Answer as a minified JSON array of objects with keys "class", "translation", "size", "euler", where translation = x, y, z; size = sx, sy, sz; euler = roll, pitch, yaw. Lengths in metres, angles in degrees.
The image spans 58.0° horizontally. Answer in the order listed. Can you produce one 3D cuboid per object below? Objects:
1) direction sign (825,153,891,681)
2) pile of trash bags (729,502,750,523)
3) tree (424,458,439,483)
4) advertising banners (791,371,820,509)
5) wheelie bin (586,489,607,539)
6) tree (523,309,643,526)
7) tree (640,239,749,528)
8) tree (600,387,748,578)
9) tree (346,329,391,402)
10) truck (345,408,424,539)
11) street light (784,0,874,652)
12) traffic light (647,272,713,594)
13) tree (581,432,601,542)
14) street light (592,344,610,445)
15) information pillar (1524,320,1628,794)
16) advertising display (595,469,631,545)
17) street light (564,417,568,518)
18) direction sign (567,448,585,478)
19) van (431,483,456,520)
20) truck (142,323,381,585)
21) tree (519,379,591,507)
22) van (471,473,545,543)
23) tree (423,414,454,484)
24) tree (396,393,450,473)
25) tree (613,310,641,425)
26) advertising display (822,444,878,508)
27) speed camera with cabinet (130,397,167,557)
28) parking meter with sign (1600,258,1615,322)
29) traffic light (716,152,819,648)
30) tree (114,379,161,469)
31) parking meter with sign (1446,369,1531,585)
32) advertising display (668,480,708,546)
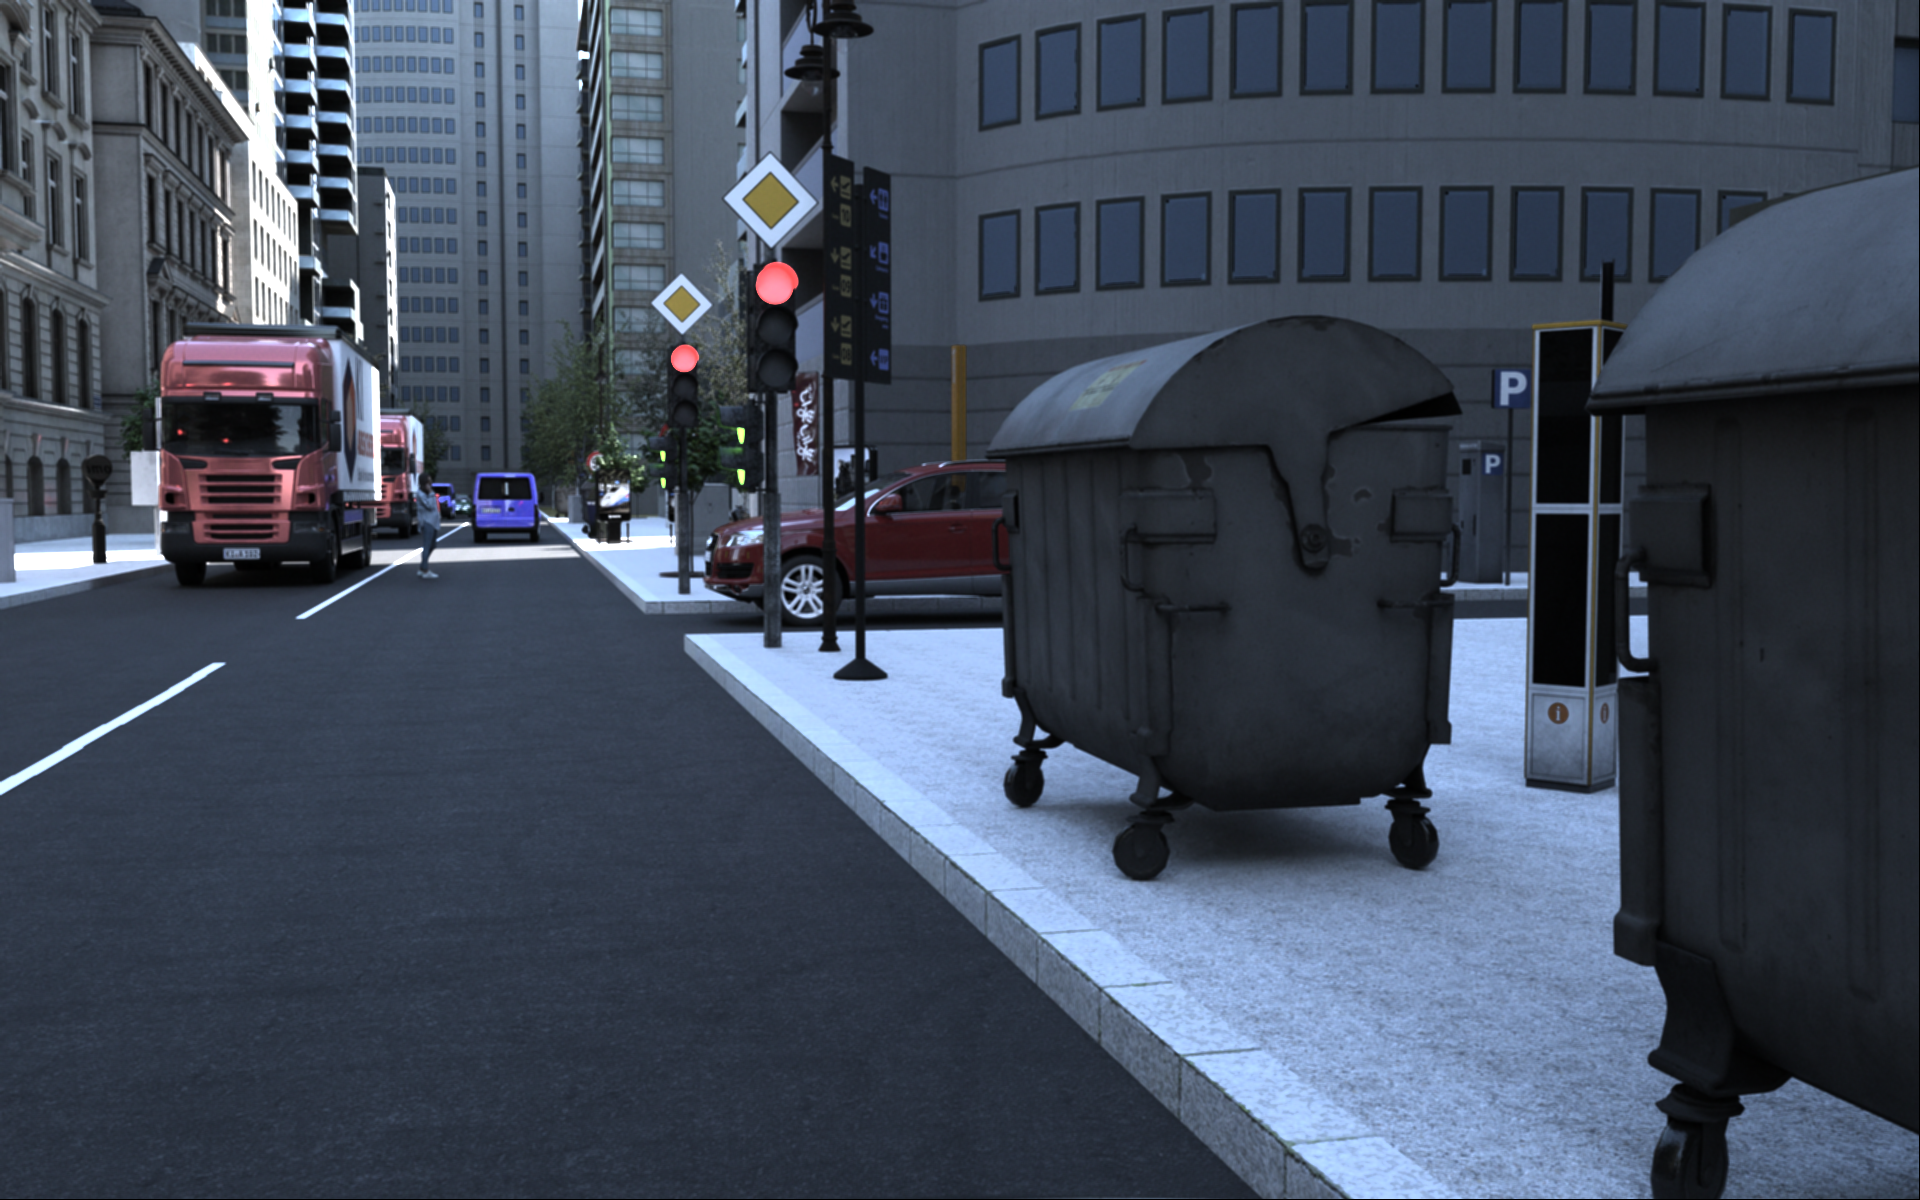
[{"class":"direction sign","translation":[-0.694,-1.222,11.984],"size":[0.379,3.537,0.876],"euler":[2,4,26]},{"class":"pile of trash bags","translation":[-7.274,-2.764,54.943],"size":[1.912,1.369,3.447],"euler":[2,4,33]},{"class":"tree","translation":[-42.053,-9.202,134.167],"size":[4.285,4.588,4.351],"euler":[0,3,0]},{"class":"advertising banners","translation":[-1.569,-1.731,24.489],"size":[2.074,3.025,0.090],"euler":[2,4,30]},{"class":"wheelie bin","translation":[-10.205,-2.529,49.262],"size":[0.693,1.594,0.980],"euler":[-3,4,-36]},{"class":"tree","translation":[-14.880,-7.299,69.708],"size":[4.737,8.622,4.395],"euler":[0,3,0]},{"class":"tree","translation":[-6.028,-6.061,49.464],"size":[4.360,8.622,3.978],"euler":[0,3,0]},{"class":"tree","translation":[-4.309,-1.981,26.985],"size":[1.663,3.219,1.824],"euler":[0,3,0]},{"class":"tree","translation":[-27.504,-7.731,76.771],"size":[4.360,8.622,3.978],"euler":[0,3,0]},{"class":"truck","translation":[-19.759,-4.278,58.862],"size":[2.839,4.237,11.283],"euler":[-1,4,-15]},{"class":"street light","translation":[-1.067,-2.520,13.984],"size":[0.468,5.910,1.993],"euler":[-1,4,-14]},{"class":"traffic light","translation":[-3.559,-2.031,22.128],"size":[0.839,4.253,0.868],"euler":[-1,4,-14]},{"class":"tree","translation":[-9.397,-3.167,46.374],"size":[1.663,3.219,1.824],"euler":[0,3,0]},{"class":"street light","translation":[-11.043,-4.927,53.337],"size":[0.468,5.910,1.993],"euler":[-1,4,-14]},{"class":"information pillar","translation":[2.679,-0.186,7.539],"size":[0.304,2.012,0.304],"euler":[3,5,42]},{"class":"advertising display","translation":[-8.820,-2.377,44.082],"size":[0.974,1.923,0.123],"euler":[-3,5,-43]},{"class":"street light","translation":[-21.542,-7.449,94.580],"size":[0.468,5.910,1.993],"euler":[-1,4,-14]},{"class":"direction sign","translation":[-18.899,-5.711,85.378],"size":[0.876,3.537,0.379],"euler":[0,4,6]},{"class":"van","translation":[-29.801,-5.759,98.550],"size":[2.240,2.365,5.245],"euler":[-1,4,-14]},{"class":"truck","translation":[-12.051,-2.565,30.854],"size":[2.839,4.237,11.283],"euler":[-1,4,-14]},{"class":"tree","translation":[-39.641,-15.438,170.540],"size":[7.486,12.596,7.792],"euler":[0,3,0]},{"class":"van","translation":[-13.807,-2.963,52.826],"size":[2.240,2.365,5.245],"euler":[-1,4,-13]},{"class":"tree","translation":[-48.497,-12.723,158.386],"size":[4.360,8.622,3.978],"euler":[0,3,0]},{"class":"tree","translation":[-39.925,-10.820,127.268],"size":[4.737,8.622,4.395],"euler":[0,3,0]},{"class":"tree","translation":[-10.829,-6.957,64.113],"size":[4.360,8.622,3.978],"euler":[0,3,0]},{"class":"advertising display","translation":[-1.445,-1.070,22.713],"size":[0.123,1.923,0.974],"euler":[-3,5,-45]},{"class":"speed camera with cabinet","translation":[-16.587,-2.557,36.145],"size":[0.660,3.252,2.038],"euler":[0,4,-2]},{"class":"parking meter with sign","translation":[5.646,-1.013,12.829],"size":[1.738,3.016,0.543],"euler":[1,4,20]},{"class":"traffic light","translation":[-1.587,-1.558,14.390],"size":[0.839,4.253,0.868],"euler":[-1,4,-14]},{"class":"tree","translation":[-20.148,-3.748,44.997],"size":[4.285,4.588,4.351],"euler":[0,3,0]},{"class":"parking meter with sign","translation":[7.564,-1.761,25.046],"size":[0.543,3.016,1.738],"euler":[-1,4,-9]},{"class":"advertising display","translation":[-6.712,-2.295,42.741],"size":[0.974,1.923,0.123],"euler":[0,4,4]}]
